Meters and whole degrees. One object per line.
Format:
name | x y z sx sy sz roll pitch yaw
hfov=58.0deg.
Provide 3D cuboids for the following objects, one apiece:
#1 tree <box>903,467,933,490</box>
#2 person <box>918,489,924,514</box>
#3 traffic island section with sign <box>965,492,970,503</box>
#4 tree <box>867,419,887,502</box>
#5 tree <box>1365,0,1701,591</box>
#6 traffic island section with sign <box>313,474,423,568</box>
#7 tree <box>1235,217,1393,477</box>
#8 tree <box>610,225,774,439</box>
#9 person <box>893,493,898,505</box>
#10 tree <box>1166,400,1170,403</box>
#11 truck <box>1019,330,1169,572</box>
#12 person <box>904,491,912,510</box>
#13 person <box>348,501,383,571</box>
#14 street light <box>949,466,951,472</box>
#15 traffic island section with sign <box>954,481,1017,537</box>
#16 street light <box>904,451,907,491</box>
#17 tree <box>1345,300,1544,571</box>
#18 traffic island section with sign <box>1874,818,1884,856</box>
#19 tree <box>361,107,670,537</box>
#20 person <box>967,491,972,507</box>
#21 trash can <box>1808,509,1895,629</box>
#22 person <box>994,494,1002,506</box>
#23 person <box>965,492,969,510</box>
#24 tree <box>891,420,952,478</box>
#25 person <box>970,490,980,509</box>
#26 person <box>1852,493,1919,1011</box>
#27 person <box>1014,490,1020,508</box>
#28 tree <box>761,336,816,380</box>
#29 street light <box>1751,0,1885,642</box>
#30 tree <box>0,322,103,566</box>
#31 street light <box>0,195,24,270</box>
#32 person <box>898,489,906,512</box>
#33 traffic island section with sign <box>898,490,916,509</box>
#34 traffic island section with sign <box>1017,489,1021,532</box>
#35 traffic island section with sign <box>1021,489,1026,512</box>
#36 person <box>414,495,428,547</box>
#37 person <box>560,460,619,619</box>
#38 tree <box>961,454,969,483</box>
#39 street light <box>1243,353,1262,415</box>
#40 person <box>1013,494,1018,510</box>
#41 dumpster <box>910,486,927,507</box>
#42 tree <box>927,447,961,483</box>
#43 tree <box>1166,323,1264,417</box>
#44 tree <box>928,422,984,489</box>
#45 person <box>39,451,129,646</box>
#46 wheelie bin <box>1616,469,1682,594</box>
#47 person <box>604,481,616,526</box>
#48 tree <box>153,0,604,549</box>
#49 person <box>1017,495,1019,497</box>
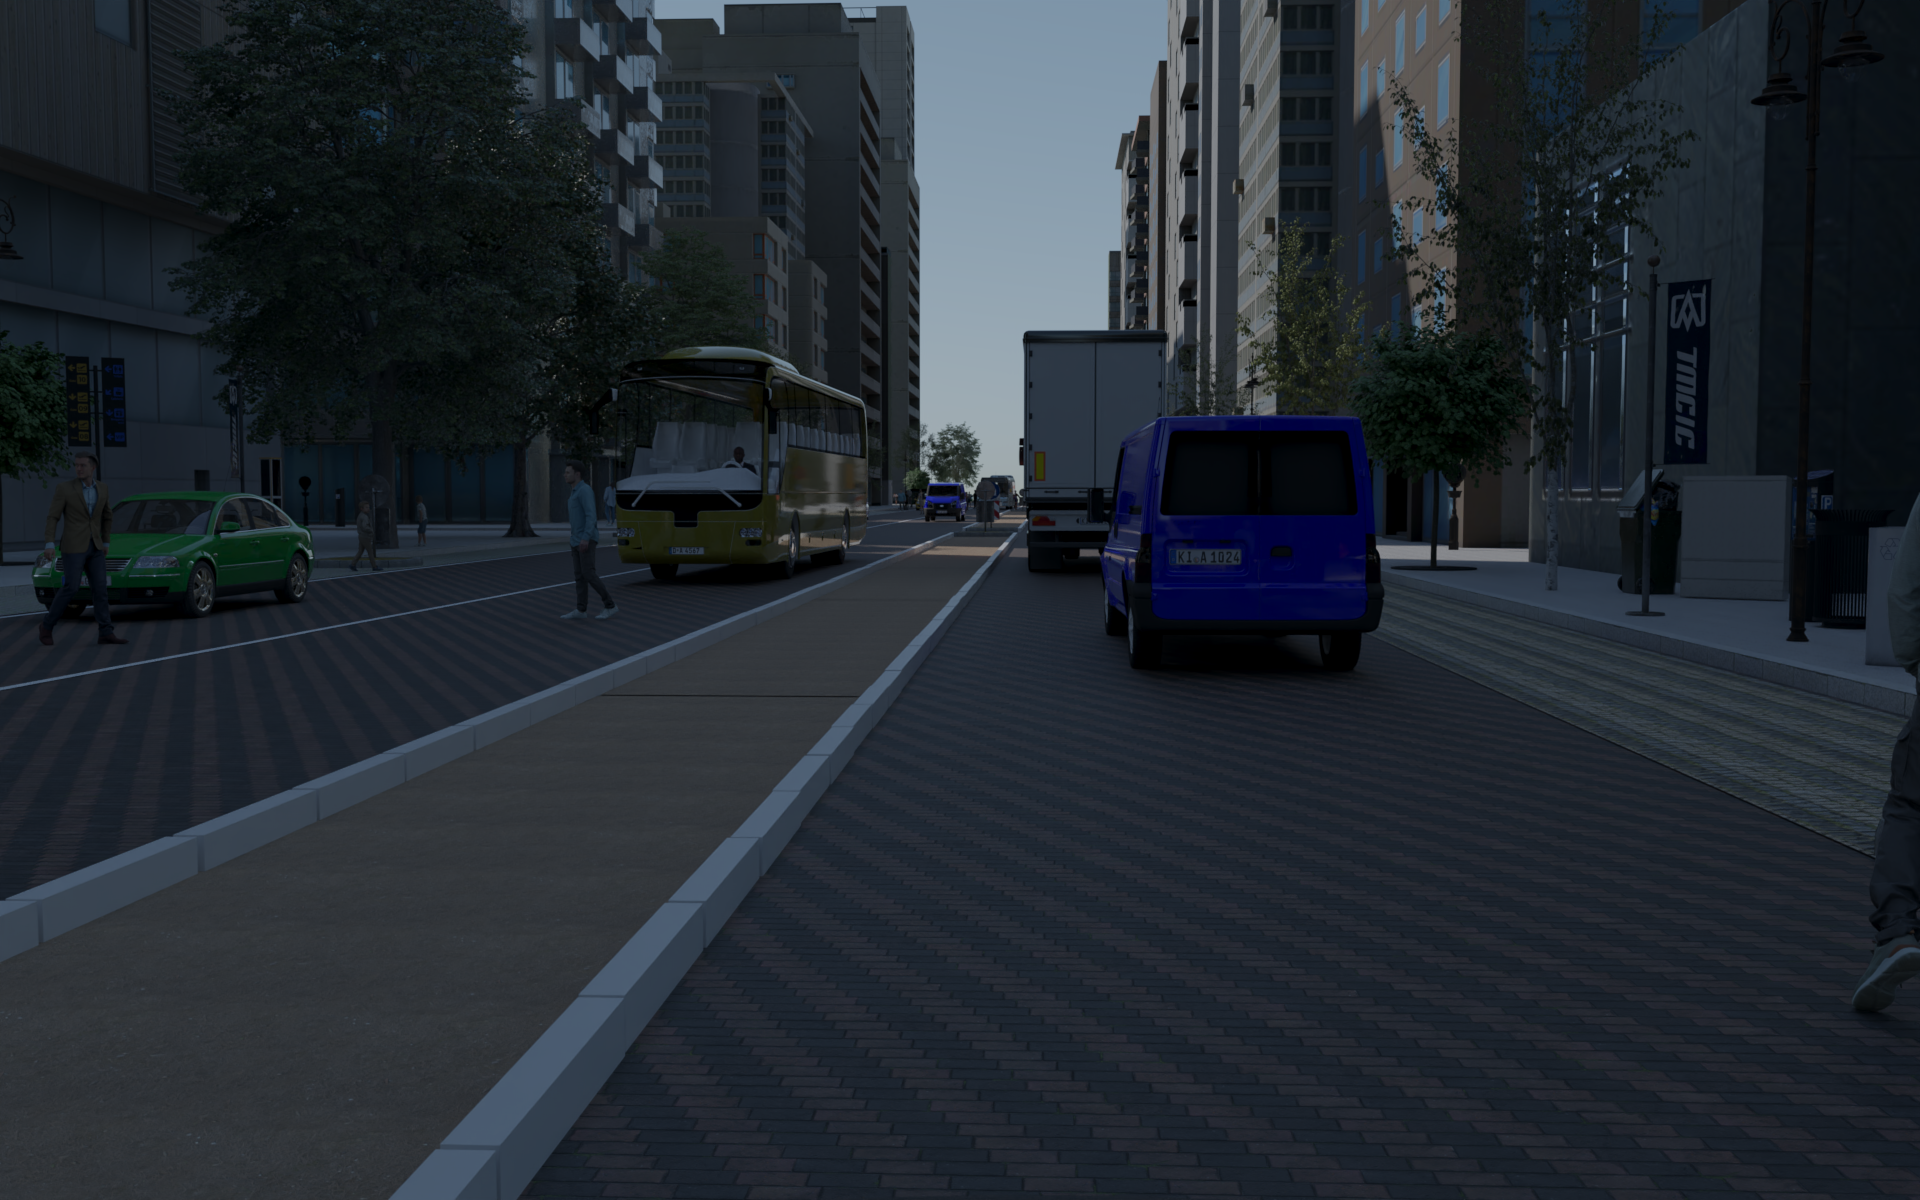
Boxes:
tree | -5.233 -13.812 209.547 4.285 4.588 4.351 0 3 0
person | -2.740 -6.944 122.375 0.599 1.781 0.374 -3 4 -38
traffic island section with sign | 0.774 -16.323 275.515 1.989 1.847 2.006 0 4 3
tree | -8.482 -12.701 158.022 4.360 8.622 3.978 0 3 0
tree | 7.645 -4.432 22.825 4.360 8.622 3.978 0 3 0
traffic island section with sign | -11.733 -1.560 34.132 1.989 1.847 2.006 0 4 3
tree | 9.273 -5.843 45.894 4.737 8.622 4.395 0 3 0
tree | -11.324 -9.505 73.529 7.486 12.596 7.792 0 3 0
person | -7.741 -12.144 207.781 0.628 1.438 0.799 0 4 -8
tree | 14.288 -10.882 128.289 4.737 8.622 4.395 0 3 0
truck | 2.562 -2.832 35.217 2.839 4.237 11.283 0 4 3
person | -4.739 -8.898 154.704 0.721 1.735 1.217 -3 5 -44
person | -11.010 -1.176 32.004 0.640 1.303 0.475 -3 5 -45
street light | -1.586 -18.125 269.126 0.468 5.910 1.993 0 4 3
traffic island section with sign | 0.825 -3.077 58.451 2.006 1.907 1.989 0 4 3
street light | -5.830 -13.002 185.368 0.468 5.910 1.993 0 4 3
tree | 8.088 -2.793 29.384 4.285 4.588 4.351 0 3 0
traffic island section with sign | 4.570 0.143 6.289 1.989 1.847 2.006 0 4 3
tree | -12.983 -8.212 51.278 9.611 12.733 9.660 0 3 0
person | 1.080 -11.261 193.411 1.217 1.735 0.721 -2 4 -26
trash can | 8.526 -0.303 16.600 0.748 1.137 0.748 0 3 0
person | 2.843 -7.399 129.833 0.694 1.780 0.624 3 5 40
person | 0.639 -8.697 152.172 0.593 1.643 0.415 2 4 33
tree | -4.853 -17.213 215.852 8.767 10.594 7.601 1 4 16
person | 1.493 -10.004 171.700 1.348 1.869 0.705 -3 5 -40
person | 2.873 0.267 4.623 0.782 1.767 0.515 3 5 40
person | 5.654 -10.303 176.924 1.348 1.831 0.705 2 4 31
tree | -10.668 -10.246 101.942 7.601 10.594 8.767 1 4 12
street light | 7.302 -2.577 14.921 0.468 5.910 1.993 0 4 3
tree | -17.350 -2.906 31.234 4.285 4.588 4.351 0 3 0
street light | -14.266 -3.209 25.247 0.468 5.910 1.993 0 4 3
person | -4.691 -8.077 140.583 0.660 1.820 0.620 1 4 13
traffic island section with sign | -4.889 -9.632 166.111 1.989 1.847 2.006 0 4 3
traffic island section with sign | 1.218 -3.530 65.848 2.006 1.907 1.989 0 4 3
traffic island section with sign | 5.101 -8.119 140.886 2.006 1.907 1.989 0 4 3
person | -13.201 -1.937 42.392 0.352 1.250 0.332 2 4 35
person | -4.265 -0.696 19.906 0.620 1.820 0.660 -2 4 -30
tree | -0.505 -20.976 293.316 4.360 8.622 3.978 0 3 0
street light | 9.564 -5.139 56.810 0.468 5.910 1.993 0 4 3
person | 4.940 -8.736 154.558 0.421 1.427 0.697 2 4 34
dumpster | -4.146 -10.515 176.864 1.985 2.255 1.502 0 4 2
tree | -3.071 -17.787 241.175 4.360 8.622 3.978 0 3 0
tree | 11.030 -7.644 75.349 4.360 8.622 3.978 0 3 0
tree | -0.688 -24.127 301.132 9.857 13.997 8.962 0 3 0
person | -8.364 -0.490 16.423 0.836 1.842 0.656 0 4 0
wheelie bin | 8.898 -0.882 22.334 0.693 1.594 0.980 0 4 -1
person | -13.879 -3.821 68.788 0.793 1.790 0.793 1 4 11
tree | -13.385 -8.167 40.194 9.857 13.997 8.962 0 3 0
person | 6.392 -11.844 202.669 1.217 1.766 0.721 1 4 23
